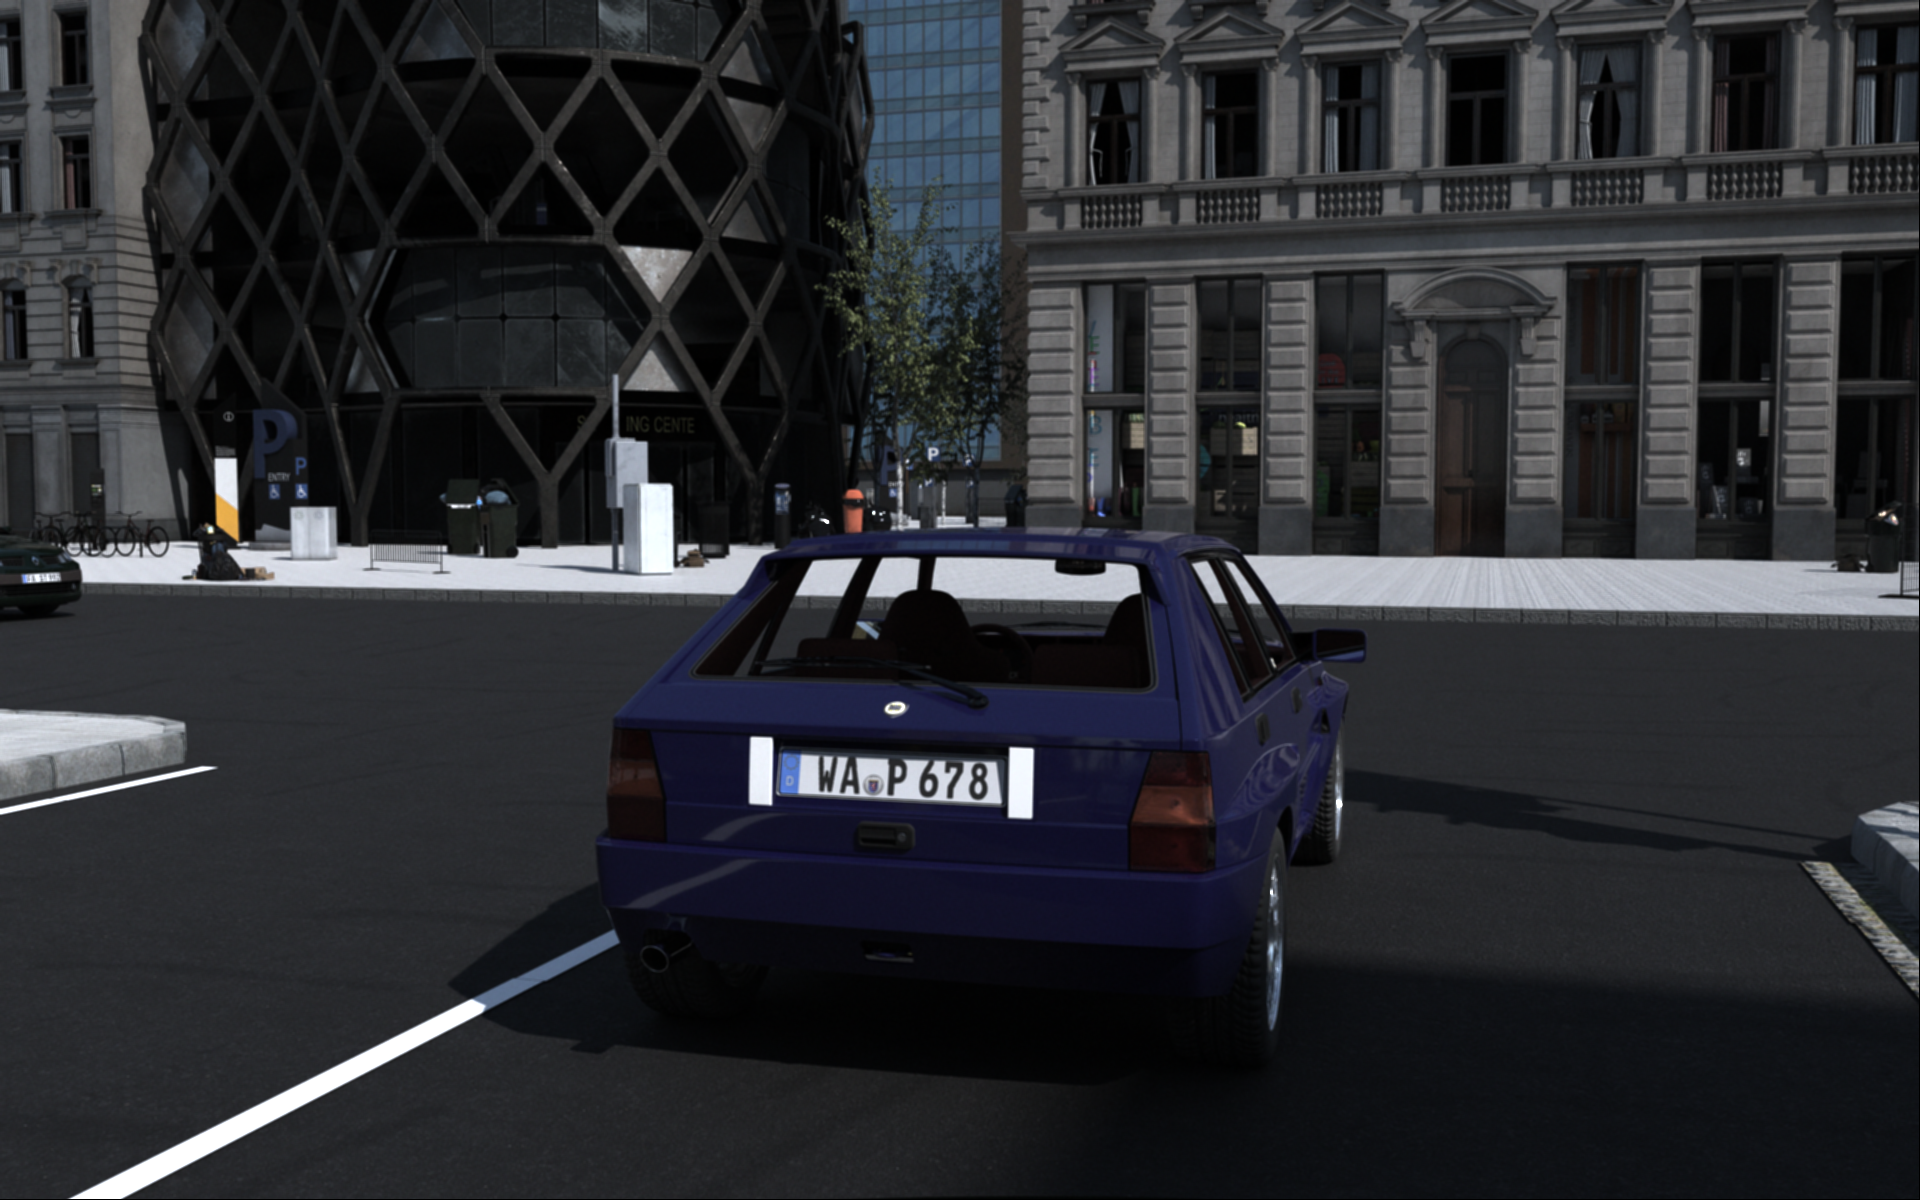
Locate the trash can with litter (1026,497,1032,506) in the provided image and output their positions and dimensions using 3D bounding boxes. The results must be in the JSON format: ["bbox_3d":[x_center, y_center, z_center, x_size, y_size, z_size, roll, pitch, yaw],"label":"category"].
[{"bbox_3d":[3.768,-4.622,86.624,2.233,1.210,1.678,-2,4,-26],"label":"trash can with litter"}]

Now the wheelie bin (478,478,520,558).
[{"bbox_3d":[-9.280,-1.647,34.834,0.693,1.594,0.980,-2,4,-35],"label":"wheelie bin"}]

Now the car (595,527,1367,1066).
[{"bbox_3d":[0.346,0.412,5.841,1.945,1.354,3.894,1,4,16],"label":"car"}]

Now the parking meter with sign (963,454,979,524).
[{"bbox_3d":[0.517,-4.863,75.767,0.543,3.016,1.738,1,4,9],"label":"parking meter with sign"}]

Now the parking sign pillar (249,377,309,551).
[{"bbox_3d":[-15.589,-3.136,39.742,1.447,3.967,1.447,2,4,27],"label":"parking sign pillar"}]

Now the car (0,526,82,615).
[{"bbox_3d":[-12.375,-0.643,20.293,4.222,1.686,2.009,1,4,19],"label":"car"}]

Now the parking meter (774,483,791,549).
[{"bbox_3d":[-4.132,-1.952,40.322,0.372,1.533,0.369,0,3,0],"label":"parking meter"}]

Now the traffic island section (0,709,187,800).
[{"bbox_3d":[-5.359,0.831,8.688,2.009,0.180,2.903,1,4,17],"label":"traffic island section"}]

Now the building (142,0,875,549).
[{"bbox_3d":[-11.276,-11.096,48.875,16.811,18.784,16.820,1,4,17],"label":"building"}]

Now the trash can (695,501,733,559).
[{"bbox_3d":[-4.921,-1.406,34.639,0.748,1.137,0.748,0,3,0],"label":"trash can"}]

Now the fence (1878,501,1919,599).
[{"bbox_3d":[12.367,-0.659,21.971,2.264,1.192,0.480,-3,5,-42],"label":"fence"}]

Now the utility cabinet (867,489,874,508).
[{"bbox_3d":[-3.591,-4.229,77.819,1.173,1.500,0.318,-1,4,-9],"label":"utility cabinet"}]

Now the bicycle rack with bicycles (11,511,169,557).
[{"bbox_3d":[-17.874,-1.322,34.990,2.925,0.926,2.852,2,4,32],"label":"bicycle rack with bicycles"}]

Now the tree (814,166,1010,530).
[{"bbox_3d":[-1.157,-5.467,39.755,4.737,8.622,4.395,0,3,0],"label":"tree"}]

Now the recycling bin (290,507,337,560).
[{"bbox_3d":[-12.609,-1.299,33.799,0.722,1.027,0.722,0,4,-6],"label":"recycling bin"}]

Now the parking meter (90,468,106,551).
[{"bbox_3d":[-19.570,-2.056,39.328,0.255,1.863,0.399,-1,4,-19],"label":"parking meter"}]

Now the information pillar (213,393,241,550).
[{"bbox_3d":[-16.951,-2.978,40.042,0.504,3.616,0.183,-1,4,-16],"label":"information pillar"}]

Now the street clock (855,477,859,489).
[{"bbox_3d":[-3.987,-3.652,64.281,0.471,2.002,0.358,0,4,4],"label":"street clock"}]

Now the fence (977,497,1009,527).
[{"bbox_3d":[0.871,-2.134,46.087,0.480,1.192,2.264,-1,4,-23],"label":"fence"}]

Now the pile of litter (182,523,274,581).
[{"bbox_3d":[-11.056,-0.743,26.120,1.176,0.858,1.719,-3,5,-39],"label":"pile of litter"}]

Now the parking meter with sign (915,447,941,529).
[{"bbox_3d":[-1.113,-4.086,63.060,0.543,3.016,1.738,1,4,9],"label":"parking meter with sign"}]

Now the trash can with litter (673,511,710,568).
[{"bbox_3d":[-4.974,-1.162,30.379,1.055,1.170,0.624,-2,4,-29],"label":"trash can with litter"}]

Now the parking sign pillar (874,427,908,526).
[{"bbox_3d":[-2.791,-4.954,69.474,1.447,3.967,1.447,-2,4,-30],"label":"parking sign pillar"}]

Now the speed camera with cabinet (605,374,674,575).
[{"bbox_3d":[-5.225,-2.069,28.167,0.660,3.252,2.038,-2,4,-26],"label":"speed camera with cabinet"}]

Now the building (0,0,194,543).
[{"bbox_3d":[-28.831,-12.367,51.358,18.267,20.994,9.793,1,4,17],"label":"building"}]

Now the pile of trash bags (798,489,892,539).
[{"bbox_3d":[-2.318,-1.556,35.194,1.912,1.369,3.447,-1,4,-11],"label":"pile of trash bags"}]

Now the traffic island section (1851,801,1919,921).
[{"bbox_3d":[4.246,1.010,5.766,2.009,0.180,2.903,1,4,17],"label":"traffic island section"}]

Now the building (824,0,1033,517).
[{"bbox_3d":[-0.444,-27.803,104.683,14.600,45.320,14.200,1,4,17],"label":"building"}]

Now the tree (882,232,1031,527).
[{"bbox_3d":[0.522,-6.070,49.609,4.360,8.622,3.978,0,3,0],"label":"tree"}]

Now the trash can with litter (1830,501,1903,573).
[{"bbox_3d":[14.835,-1.036,28.323,0.624,1.170,1.055,-3,5,-45],"label":"trash can with litter"}]

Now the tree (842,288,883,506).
[{"bbox_3d":[-2.824,-6.604,58.338,4.360,8.622,3.978,0,3,0],"label":"tree"}]

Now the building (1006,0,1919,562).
[{"bbox_3d":[11.634,-12.834,38.710,19.941,23.489,11.050,1,4,17],"label":"building"}]

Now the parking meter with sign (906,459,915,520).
[{"bbox_3d":[-2.082,-5.418,84.850,0.543,3.016,1.738,-3,4,-36],"label":"parking meter with sign"}]

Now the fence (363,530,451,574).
[{"bbox_3d":[-9.165,-0.811,28.628,2.069,0.683,0.278,3,4,38],"label":"fence"}]
